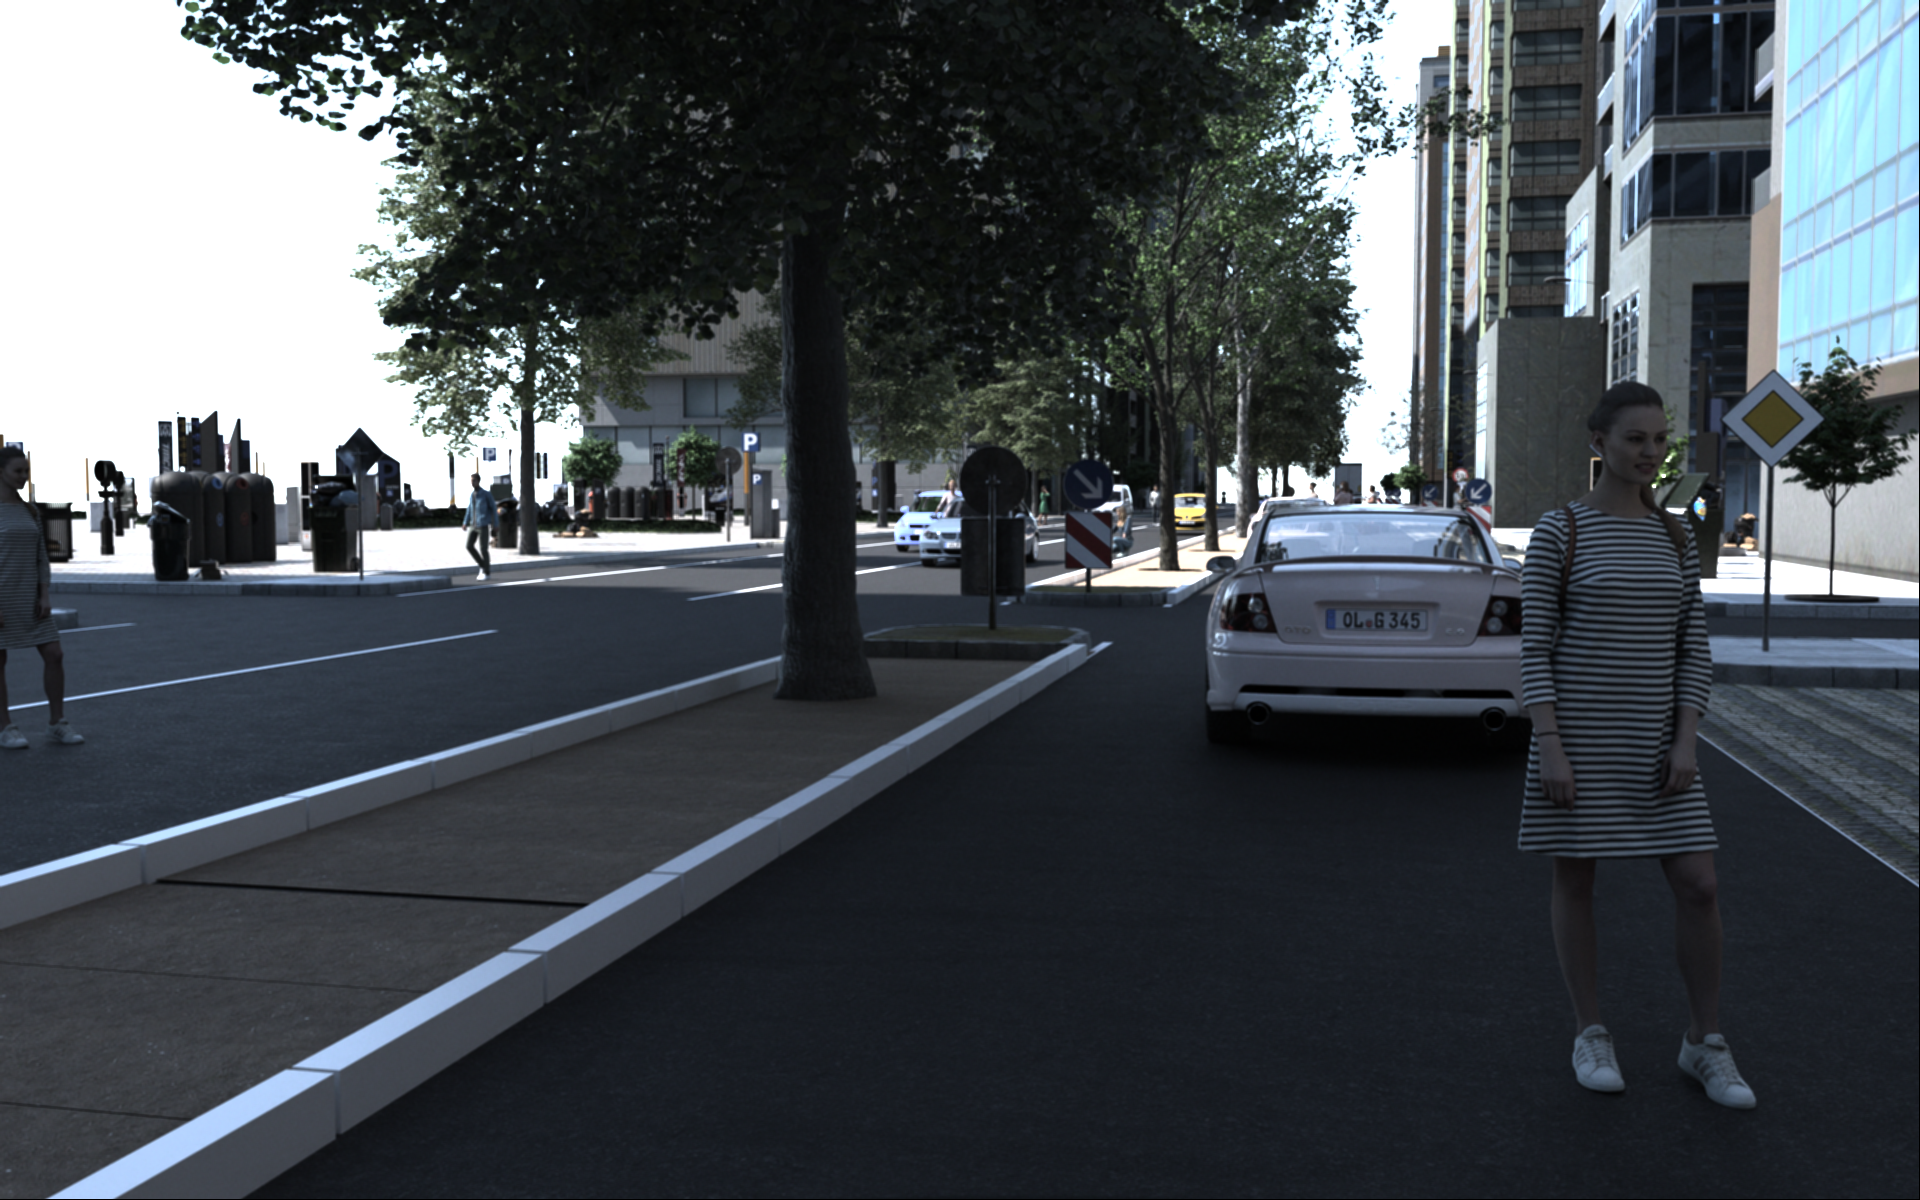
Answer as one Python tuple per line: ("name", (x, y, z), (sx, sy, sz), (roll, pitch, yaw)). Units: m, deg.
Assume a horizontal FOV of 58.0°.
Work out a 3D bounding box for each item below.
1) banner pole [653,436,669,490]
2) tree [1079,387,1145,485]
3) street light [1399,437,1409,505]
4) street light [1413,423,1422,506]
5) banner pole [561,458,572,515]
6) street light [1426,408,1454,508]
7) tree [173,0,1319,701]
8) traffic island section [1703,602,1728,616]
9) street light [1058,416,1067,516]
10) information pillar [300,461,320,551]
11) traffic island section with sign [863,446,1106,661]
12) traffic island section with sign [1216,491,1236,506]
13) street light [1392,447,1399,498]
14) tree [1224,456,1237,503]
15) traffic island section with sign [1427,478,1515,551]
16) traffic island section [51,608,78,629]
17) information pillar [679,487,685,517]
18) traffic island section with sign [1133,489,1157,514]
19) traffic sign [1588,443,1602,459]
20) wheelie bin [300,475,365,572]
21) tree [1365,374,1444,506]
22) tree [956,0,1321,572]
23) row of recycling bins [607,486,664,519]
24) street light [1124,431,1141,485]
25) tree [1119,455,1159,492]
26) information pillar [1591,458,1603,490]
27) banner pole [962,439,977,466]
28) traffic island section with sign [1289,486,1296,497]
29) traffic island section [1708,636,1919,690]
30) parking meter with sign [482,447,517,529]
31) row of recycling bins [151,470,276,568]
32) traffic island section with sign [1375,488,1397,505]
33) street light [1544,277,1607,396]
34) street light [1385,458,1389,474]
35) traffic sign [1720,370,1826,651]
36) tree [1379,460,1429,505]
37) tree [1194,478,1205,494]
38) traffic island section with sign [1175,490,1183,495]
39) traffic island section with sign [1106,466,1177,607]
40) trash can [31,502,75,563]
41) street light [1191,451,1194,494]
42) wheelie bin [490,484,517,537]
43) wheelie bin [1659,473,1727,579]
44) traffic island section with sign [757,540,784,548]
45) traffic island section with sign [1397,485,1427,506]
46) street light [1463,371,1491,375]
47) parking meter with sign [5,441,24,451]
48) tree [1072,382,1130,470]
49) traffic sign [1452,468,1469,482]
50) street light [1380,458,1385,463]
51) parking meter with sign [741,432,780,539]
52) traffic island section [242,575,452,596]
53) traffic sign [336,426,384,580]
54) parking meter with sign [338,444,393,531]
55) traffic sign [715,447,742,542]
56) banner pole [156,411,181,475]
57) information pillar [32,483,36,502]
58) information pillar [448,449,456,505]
("banner pole", (-12.881, -5.199, 75.013), (0.863, 3.779, 0.401), (-1, 4, -12))
("tree", (10.396, -10.367, 119.860), (4.737, 8.622, 4.395), (0, 3, 0))
("street light", (36.717, -10.297, 140.897), (1.470, 5.913, 1.316), (1, 4, 13))
("street light", (30.295, -8.586, 112.924), (1.470, 5.913, 1.316), (1, 4, 13))
("banner pole", (-23.959, -7.073, 105.666), (0.863, 3.779, 0.401), (-3, 4, -36))
("street light", (26.076, -7.412, 93.719), (1.470, 5.913, 1.316), (1, 4, 13))
("tree", (-0.958, -6.274, 11.688), (9.857, 13.997, 8.962), (0, 3, 0))
("traffic island section", (8.360, 0.020, 21.955), (2.009, 0.180, 2.903), (1, 4, 13))
("street light", (6.387, -7.834, 100.627), (1.470, 5.913, 1.316), (1, 4, 13))
("information pillar", (-14.592, -2.106, 38.922), (0.304, 2.012, 0.304), (2, 4, 23))
("traffic island section with sign", (0.173, -0.472, 15.853), (2.006, 1.907, 1.989), (1, 4, 13))
("traffic island section with sign", (31.038, -11.914, 203.427), (1.989, 1.847, 2.006), (1, 4, 13))
("street light", (43.081, -12.028, 169.203), (1.470, 5.913, 1.316), (1, 4, 13))
("tree", (39.948, -18.468, 252.320), (4.360, 8.622, 3.978), (0, 3, 0))
("traffic island section with sign", (13.023, -2.169, 44.084), (1.989, 1.847, 2.006), (1, 4, 13))
("traffic island section", (-10.703, 0.259, 18.051), (2.009, 0.180, 2.903), (1, 4, 13))
("information pillar", (-15.767, -5.729, 98.156), (0.304, 2.012, 0.304), (0, 4, 1))
("traffic island section with sign", (12.921, -6.992, 122.948), (1.989, 1.847, 2.006), (1, 4, 13))
("traffic sign", (8.335, -1.116, 21.883), (0.795, 2.450, 0.064), (1, 4, 13))
("wheelie bin", (-10.292, -1.262, 28.546), (0.980, 1.594, 0.693), (0, 4, 2))
("tree", (46.313, -16.302, 176.913), (12.009, 13.543, 11.850), (0, 3, 0))
("tree", (3.793, -6.342, 31.903), (9.928, 11.665, 9.643), (0, 3, 0))
("row of recycling bins", (-17.005, -5.131, 91.002), (3.534, 1.692, 1.069), (1, 4, 21))
("street light", (12.756, -9.546, 128.611), (1.470, 5.913, 1.316), (1, 4, 13))
("tree", (15.064, -9.896, 145.519), (4.285, 4.588, 4.351), (0, 3, 0))
("information pillar", (13.129, -1.896, 35.485), (0.304, 2.012, 0.304), (-3, 4, -39))
("banner pole", (0.361, -5.415, 78.556), (0.863, 3.779, 0.401), (1, 4, 12))
("traffic island section with sign", (18.305, -5.398, 96.390), (2.006, 1.907, 1.989), (1, 4, 13))
("traffic island section", (6.606, 0.496, 14.164), (2.009, 0.180, 2.903), (1, 4, 13))
("parking meter with sign", (-16.727, -4.091, 63.151), (0.543, 3.016, 1.738), (-3, 5, -43))
("row of recycling bins", (-13.649, -1.502, 31.671), (1.069, 1.692, 3.534), (0, 4, 4))
("traffic island section with sign", (35.837, -8.367, 145.434), (1.989, 1.847, 2.006), (1, 4, 13))
("street light", (13.194, -3.949, 37.106), (1.470, 5.913, 1.316), (1, 4, 13))
("street light", (48.419, -13.486, 193.032), (1.470, 5.913, 1.316), (1, 4, 13))
("traffic sign", (6.581, -0.639, 14.092), (0.795, 2.450, 0.064), (1, 4, 13))
("tree", (42.401, -10.963, 162.958), (4.285, 4.588, 4.351), (0, 3, 0))
("tree", (28.670, -12.850, 204.691), (1.663, 3.219, 1.824), (0, 3, 0))
("traffic island section with sign", (18.919, -8.623, 149.609), (1.989, 1.847, 2.006), (1, 4, 13))
("traffic island section with sign", (1.809, -0.914, 23.078), (2.006, 1.907, 1.989), (1, 4, 13))
("trash can", (-16.993, -1.274, 32.484), (0.748, 1.137, 0.748), (0, 3, 0))
("street light", (24.946, -12.851, 182.650), (1.470, 5.913, 1.316), (1, 4, 13))
("wheelie bin", (-13.706, -2.685, 51.807), (0.980, 1.594, 0.693), (0, 4, -3))
("wheelie bin", (11.185, -1.129, 26.361), (0.693, 1.594, 0.980), (0, 4, -7))
("traffic island section with sign", (-4.230, -2.334, 46.796), (1.989, 1.847, 2.006), (1, 4, 13))
("traffic island section with sign", (18.939, -3.777, 70.384), (1.989, 1.847, 2.006), (1, 4, 13))
("street light", (19.691, -5.680, 65.408), (1.470, 5.913, 1.316), (1, 4, 13))
("parking meter with sign", (-30.942, -3.662, 56.129), (0.543, 3.016, 1.738), (0, 4, -7))
("tree", (9.127, -10.078, 115.136), (4.360, 8.622, 3.978), (0, 3, 0))
("traffic sign", (24.186, -5.114, 83.722), (0.768, 2.556, 0.104), (1, 4, 18))
("street light", (54.785, -15.235, 221.628), (1.470, 5.913, 1.316), (1, 4, 13))
("parking meter with sign", (-5.694, -3.278, 49.862), (0.543, 3.016, 1.738), (1, 4, 16))
("traffic island section", (-8.949, -0.218, 25.842), (2.009, 0.180, 2.903), (1, 4, 13))
("traffic sign", (-8.924, -1.354, 25.775), (0.795, 2.450, 0.064), (1, 4, 13))
("parking meter with sign", (-20.828, -3.944, 60.740), (1.738, 3.016, 0.543), (0, 4, -3))
("traffic sign", (-6.231, -2.841, 46.555), (0.768, 2.556, 0.104), (1, 4, 13))
("banner pole", (-23.626, -3.786, 51.921), (0.401, 3.779, 0.863), (3, 5, 39))
("information pillar", (-59.497, -6.521, 111.114), (0.304, 2.012, 0.304), (0, 4, -1))
("information pillar", (-26.435, -6.040, 90.115), (0.183, 3.616, 0.504), (1, 4, 17))
